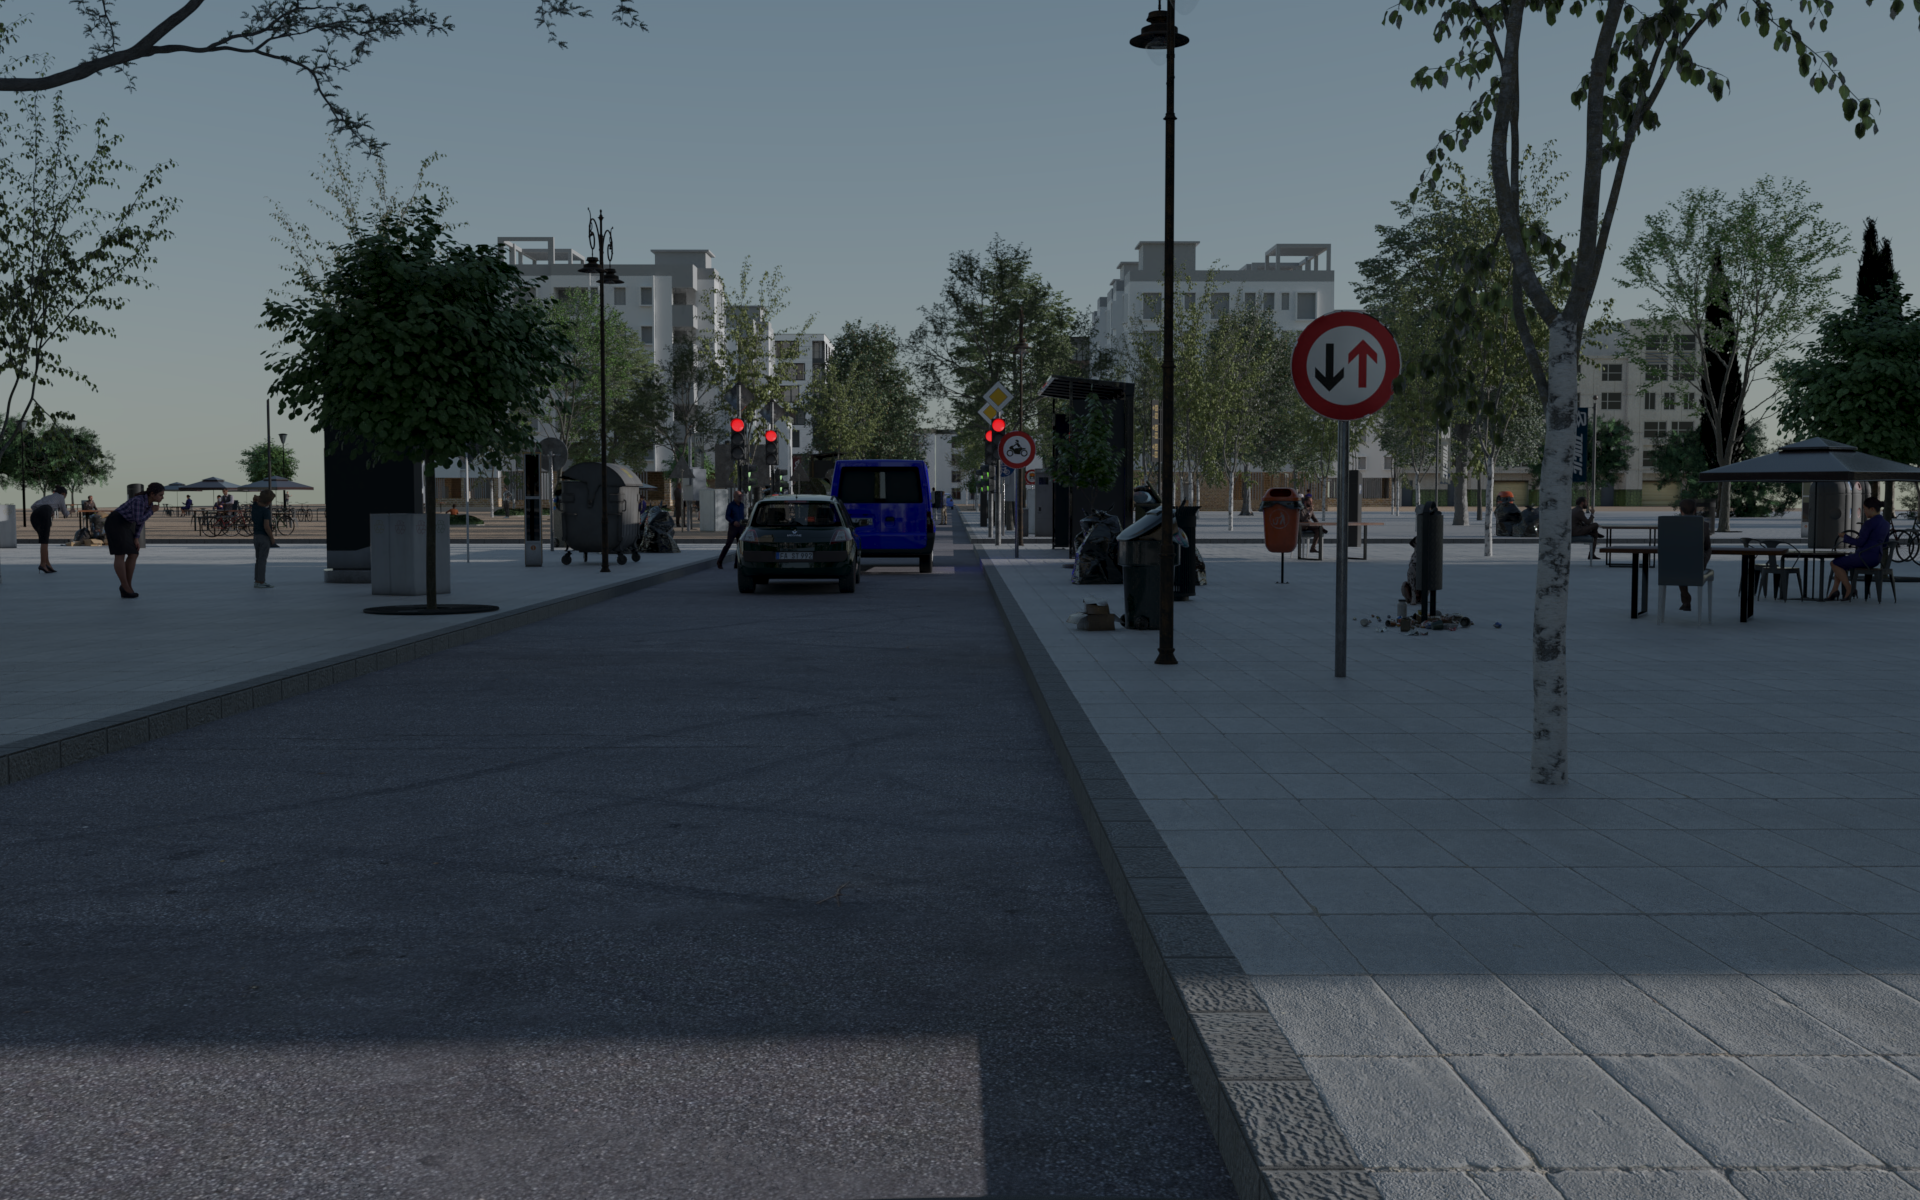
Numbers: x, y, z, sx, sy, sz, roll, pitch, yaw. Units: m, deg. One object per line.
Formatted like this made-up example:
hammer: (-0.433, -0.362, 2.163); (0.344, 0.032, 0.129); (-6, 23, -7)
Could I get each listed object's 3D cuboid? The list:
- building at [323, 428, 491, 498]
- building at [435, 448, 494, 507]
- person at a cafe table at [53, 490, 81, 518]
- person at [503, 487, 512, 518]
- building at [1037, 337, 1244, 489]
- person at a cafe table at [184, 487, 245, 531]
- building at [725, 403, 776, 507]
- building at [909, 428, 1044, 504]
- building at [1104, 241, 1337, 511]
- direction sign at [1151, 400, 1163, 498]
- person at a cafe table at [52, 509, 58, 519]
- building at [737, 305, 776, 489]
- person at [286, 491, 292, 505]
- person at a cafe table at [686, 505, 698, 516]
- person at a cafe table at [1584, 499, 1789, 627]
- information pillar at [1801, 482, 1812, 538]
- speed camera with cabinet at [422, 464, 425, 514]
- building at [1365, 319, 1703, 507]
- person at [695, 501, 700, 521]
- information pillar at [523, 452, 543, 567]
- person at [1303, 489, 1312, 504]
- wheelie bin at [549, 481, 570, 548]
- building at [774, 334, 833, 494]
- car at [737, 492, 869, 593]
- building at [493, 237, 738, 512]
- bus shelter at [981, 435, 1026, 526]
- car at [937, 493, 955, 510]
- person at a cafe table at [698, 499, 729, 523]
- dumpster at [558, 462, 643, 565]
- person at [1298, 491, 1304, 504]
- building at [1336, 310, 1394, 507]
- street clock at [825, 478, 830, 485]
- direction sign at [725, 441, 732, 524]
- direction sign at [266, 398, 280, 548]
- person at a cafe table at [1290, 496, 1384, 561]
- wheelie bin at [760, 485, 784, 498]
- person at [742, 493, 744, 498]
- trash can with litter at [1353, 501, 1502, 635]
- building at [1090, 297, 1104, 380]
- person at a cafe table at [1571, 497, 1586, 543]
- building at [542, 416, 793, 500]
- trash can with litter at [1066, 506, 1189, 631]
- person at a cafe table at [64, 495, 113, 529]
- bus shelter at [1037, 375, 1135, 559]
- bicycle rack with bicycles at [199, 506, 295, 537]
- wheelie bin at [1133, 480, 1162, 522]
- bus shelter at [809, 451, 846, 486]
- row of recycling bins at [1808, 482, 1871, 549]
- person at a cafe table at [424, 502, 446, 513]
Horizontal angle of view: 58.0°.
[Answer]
building: (-66.349, -23.918, 235.025); (32.646, 21.610, 27.936); (0, 4, 0)
building: (-52.610, -20.005, 183.496); (11.380, 20.091, 16.016); (0, 4, 0)
person at a cafe table: (-49.439, -5.304, 95.240); (1.622, 1.524, 1.698); (-1, 4, -9)
person: (-23.944, -5.181, 91.478); (0.376, 1.734, 0.841); (-2, 4, -28)
building: (27.343, -23.934, 235.299); (32.646, 21.610, 27.936); (0, 4, 0)
person at a cafe table: (-25.898, -3.185, 60.597); (1.698, 1.524, 1.622); (1, 4, 9)
building: (-22.396, -12.836, 152.014); (9.099, 9.664, 28.070); (0, 4, 0)
building: (-3.189, -17.328, 225.462); (28.070, 9.664, 9.099); (0, 4, 0)
building: (19.963, -17.058, 135.321); (16.016, 20.091, 11.380); (0, 4, 0)
direction sign: (4.832, -3.057, 41.980); (0.379, 3.537, 0.876); (2, 4, 33)
person at a cafe table: (-47.354, -4.868, 90.449); (1.698, 1.238, 1.726); (-1, 4, -19)
building: (-26.279, -19.270, 171.487); (16.016, 20.091, 11.380); (0, 4, 0)
person: (-79.811, -12.036, 205.826); (0.617, 1.759, 0.750); (2, 4, 30)
person at a cafe table: (-13.139, -4.832, 87.516); (1.698, 1.524, 1.622); (-1, 4, -15)
person at a cafe table: (7.382, -0.407, 17.524); (1.698, 1.238, 1.726); (2, 4, 29)
information pillar: (24.893, -2.830, 50.758); (0.304, 2.012, 0.304); (-2, 4, -33)
speed camera with cabinet: (-13.254, -2.905, 41.827); (0.660, 3.252, 2.038); (-1, 4, -14)
building: (60.140, -19.384, 183.390); (31.486, 18.905, 16.747); (0, 4, 0)
person: (-12.258, -4.470, 82.321); (0.628, 1.438, 0.799); (0, 4, -6)
information pillar: (-7.539, -1.596, 30.587); (0.304, 2.012, 0.304); (-1, 4, -11)
person: (17.509, -4.841, 87.560); (0.453, 1.535, 0.546); (-3, 5, -39)
wheelie bin: (-9.360, -2.060, 41.594); (0.693, 1.594, 0.980); (3, 5, 43)
building: (-33.599, -23.887, 234.529); (32.646, 21.610, 27.936); (0, 4, 0)
car: (-2.408, -1.022, 26.488); (2.009, 1.686, 4.222); (0, 4, -2)
building: (-25.946, -16.854, 131.987); (16.016, 20.091, 11.380); (0, 4, 0)
bus shelter: (1.807, -4.940, 72.051); (1.731, 3.624, 6.357); (0, 4, 0)
car: (-1.439, -9.248, 160.790); (1.945, 1.707, 3.694); (0, 3, 0)
person at a cafe table: (-10.592, -4.021, 76.603); (1.698, 1.238, 1.726); (-1, 4, -19)
dumpster: (-6.618, -1.599, 31.910); (1.264, 1.857, 1.865); (0, 4, 0)
person: (18.942, -5.320, 96.219); (0.628, 1.438, 0.799); (-3, 4, -39)
building: (38.704, -20.025, 183.831); (11.380, 20.091, 16.016); (0, 4, 0)
street clock: (-5.994, -4.404, 76.578); (0.471, 2.002, 0.358); (-2, 4, -31)
direction sign: (-9.672, -4.965, 73.167); (0.379, 3.537, 0.876); (-3, 5, -41)
direction sign: (-16.536, -3.027, 41.483); (0.379, 3.537, 0.876); (-2, 4, -24)
person at a cafe table: (7.138, -1.426, 34.168); (1.698, 1.238, 1.726); (-1, 4, -22)
wheelie bin: (-6.216, -3.042, 57.645); (0.980, 1.594, 0.693); (2, 4, 34)
person: (-16.856, -7.591, 133.374); (0.599, 1.433, 0.991); (-3, 4, -36)
trash can with litter: (4.368, -0.348, 16.754); (1.678, 1.210, 2.233); (2, 4, 24)
building: (19.595, -17.753, 146.678); (16.016, 20.091, 11.380); (0, 4, 0)
person at a cafe table: (11.509, -1.215, 30.729); (1.726, 1.238, 1.698); (1, 4, 17)
building: (-32.431, -14.974, 186.975); (28.070, 9.664, 9.099); (0, 4, 0)
trash can with litter: (1.581, -0.304, 16.362); (1.055, 1.170, 0.624); (-1, 4, -17)
person at a cafe table: (-30.064, -3.021, 60.253); (1.698, 1.238, 1.726); (-3, 5, -43)
bus shelter: (2.652, -2.808, 37.190); (1.731, 3.624, 6.357); (0, 4, 0)
bicycle rack with bicycles: (-21.759, -2.402, 52.659); (2.925, 0.926, 2.852); (-2, 4, -35)
wheelie bin: (4.251, -1.918, 39.264); (0.693, 1.594, 0.980); (0, 4, 8)
bus shelter: (-7.471, -6.553, 98.424); (1.731, 3.624, 6.357); (0, 4, 0)
row of recycling bins: (21.250, -2.128, 41.902); (1.069, 1.692, 3.534); (3, 4, 37)
person at a cafe table: (-35.588, -6.413, 115.714); (1.698, 1.238, 1.726); (2, 4, 23)
